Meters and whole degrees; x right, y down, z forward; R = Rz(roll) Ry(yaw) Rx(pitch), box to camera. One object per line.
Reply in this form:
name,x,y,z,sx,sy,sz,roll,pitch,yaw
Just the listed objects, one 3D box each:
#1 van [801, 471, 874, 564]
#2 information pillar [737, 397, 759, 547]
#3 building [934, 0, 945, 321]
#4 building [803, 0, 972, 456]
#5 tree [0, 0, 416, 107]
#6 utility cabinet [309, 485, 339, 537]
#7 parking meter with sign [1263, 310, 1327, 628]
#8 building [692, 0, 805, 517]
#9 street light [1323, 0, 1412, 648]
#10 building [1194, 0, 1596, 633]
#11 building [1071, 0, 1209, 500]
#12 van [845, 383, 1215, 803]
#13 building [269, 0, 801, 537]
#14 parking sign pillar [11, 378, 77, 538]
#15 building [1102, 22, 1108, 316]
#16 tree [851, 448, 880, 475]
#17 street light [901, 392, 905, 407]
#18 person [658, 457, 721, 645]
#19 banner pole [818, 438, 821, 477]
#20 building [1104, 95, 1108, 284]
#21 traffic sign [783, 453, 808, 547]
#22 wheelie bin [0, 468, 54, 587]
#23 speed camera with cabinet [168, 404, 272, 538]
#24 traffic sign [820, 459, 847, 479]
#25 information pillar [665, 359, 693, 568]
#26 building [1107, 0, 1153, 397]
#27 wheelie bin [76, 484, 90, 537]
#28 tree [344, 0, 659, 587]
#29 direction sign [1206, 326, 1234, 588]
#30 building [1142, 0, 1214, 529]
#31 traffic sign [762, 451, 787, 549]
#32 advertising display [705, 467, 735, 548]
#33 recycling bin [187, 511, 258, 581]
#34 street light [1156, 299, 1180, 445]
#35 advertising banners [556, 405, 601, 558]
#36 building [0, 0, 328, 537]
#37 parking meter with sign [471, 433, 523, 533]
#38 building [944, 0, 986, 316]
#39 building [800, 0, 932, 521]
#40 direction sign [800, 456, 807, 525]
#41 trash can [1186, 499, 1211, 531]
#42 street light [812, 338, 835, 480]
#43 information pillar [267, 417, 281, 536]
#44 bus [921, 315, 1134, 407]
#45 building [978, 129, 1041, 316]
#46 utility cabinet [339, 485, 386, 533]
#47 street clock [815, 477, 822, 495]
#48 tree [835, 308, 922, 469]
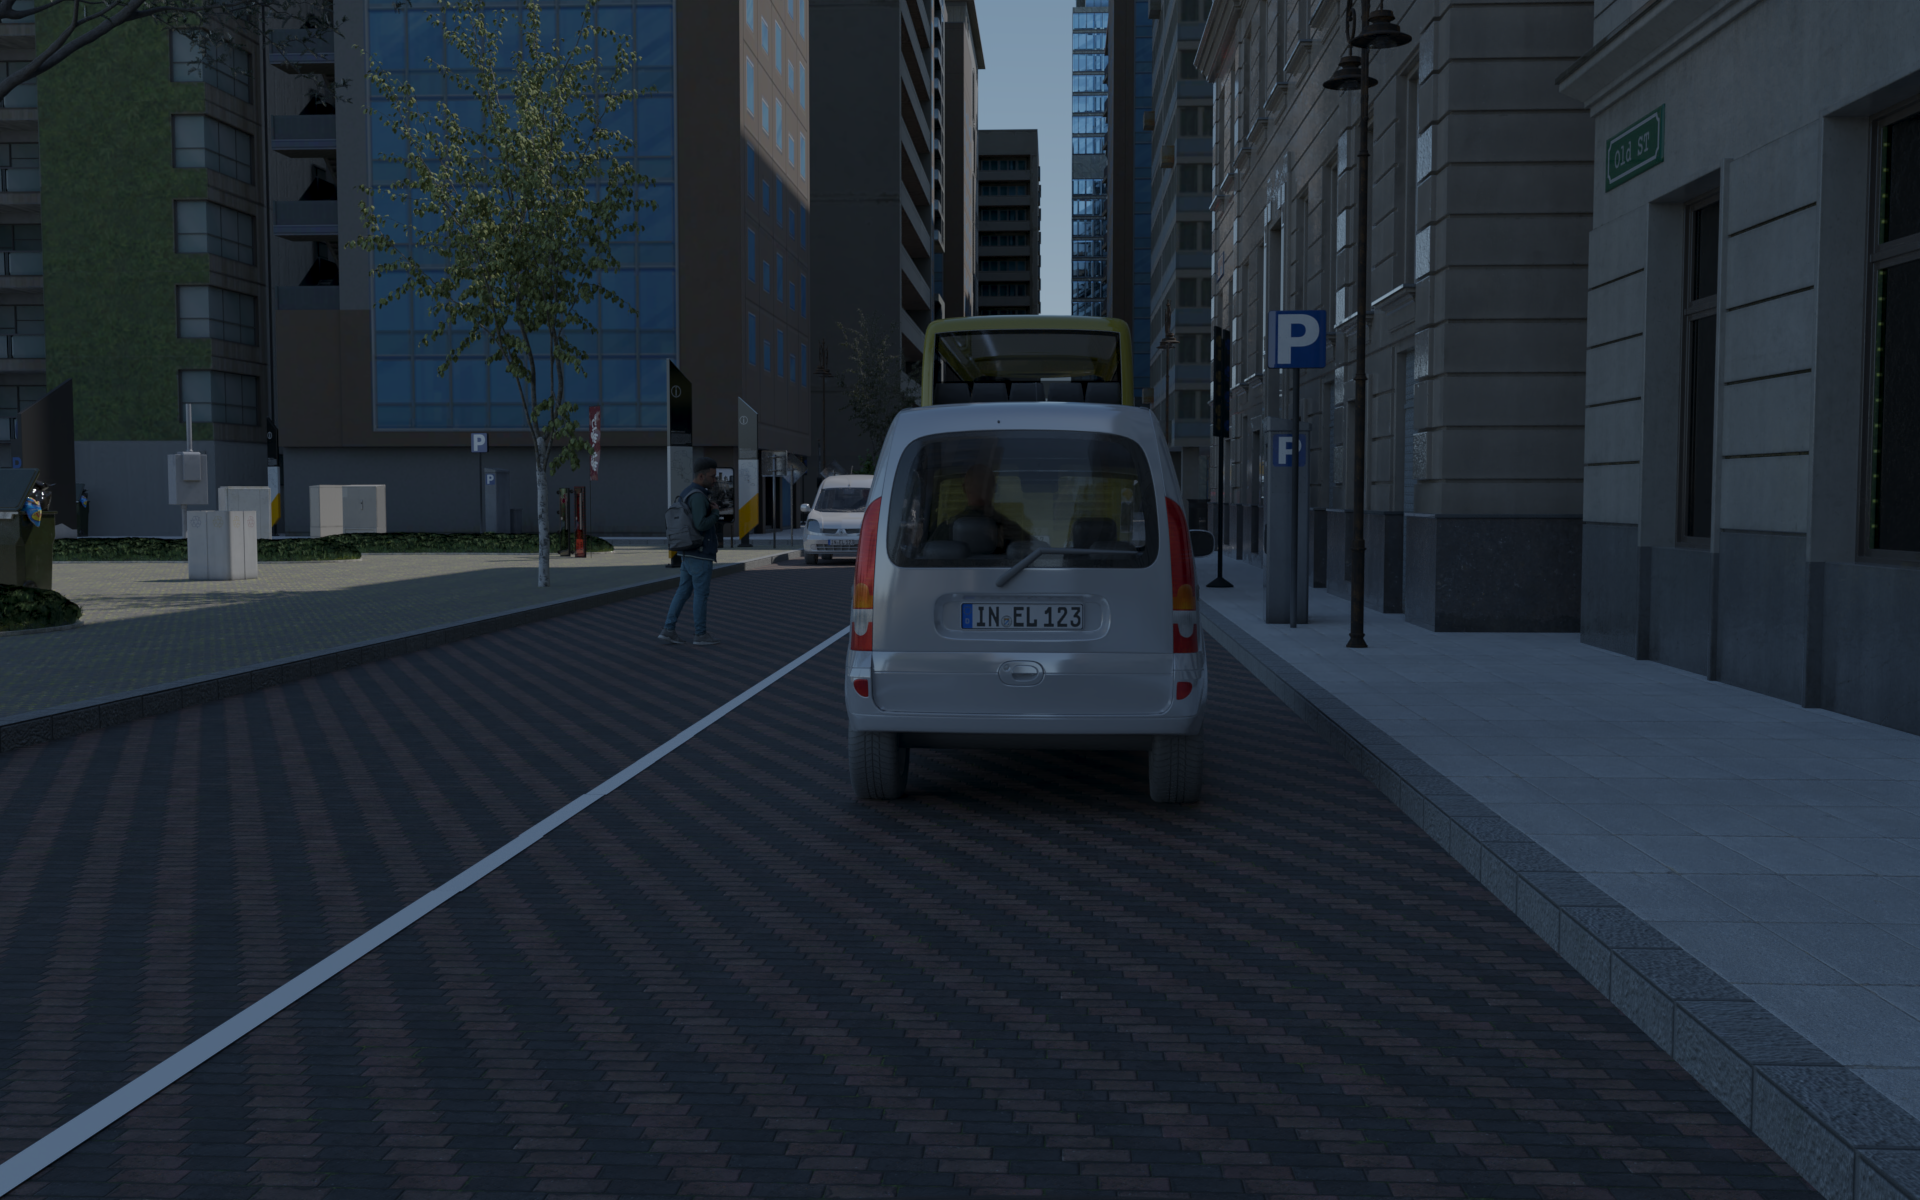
van,-2.287,-1.810,36.597,2.013,2.044,4.112,0,4,2
information pillar,-5.119,-3.085,41.802,0.504,3.616,0.183,1,4,10
building,-11.202,-50.566,139.433,22.319,86.520,31.000,0,4,3
building,-6.145,-31.370,163.003,14.600,45.320,14.200,0,4,3
tree,-7.288,-6.135,10.670,12.009,13.543,11.850,0,3,0
utility cabinet,-15.630,-2.096,42.954,0.318,1.500,1.173,1,4,17
parking meter with sign,3.294,-1.289,17.341,0.543,3.016,1.738,0,4,7
building,-9.130,-28.546,116.844,14.600,45.320,14.200,0,4,3
street light,3.323,-2.540,14.324,0.468,5.910,1.993,0,4,3
building,10.706,-14.051,27.002,12.463,27.353,25.104,0,4,3
building,25.687,-55.349,217.628,31.000,86.520,22.319,0,4,3
van,0.417,-0.149,9.454,2.013,2.044,4.112,0,4,4
building,-12.879,-24.893,57.111,14.600,45.320,14.200,0,4,3
parking sign pillar,-21.102,-3.144,39.876,1.447,3.967,1.447,2,4,28
building,23.796,-30.492,153.163,22.147,44.769,28.867,0,4,3
tree,-3.860,-4.798,73.042,1.663,3.219,1.824,0,3,0
street light,-2.569,-6.464,78.471,0.468,5.910,1.993,0,4,3
person,-2.501,-0.465,16.448,0.721,1.781,0.623,-3,4,-38
banner pole,-6.301,-5.365,77.730,0.401,3.779,0.863,-1,4,-10
building,26.560,-34.430,182.532,23.786,49.044,30.456,0,4,3
traffic sign,-4.094,-2.356,42.156,0.795,2.450,0.064,0,4,3
wheelie bin,-11.559,-0.815,21.232,0.980,1.594,0.693,1,4,14
speed camera with cabinet,-16.526,-2.711,38.667,2.038,3.252,0.660,-3,5,-41
traffic sign,-3.650,-2.843,50.129,0.795,2.450,0.064,0,4,3
information pillar,-4.890,-2.375,30.183,0.504,3.616,0.183,-3,5,-44
building,18.325,-29.455,131.703,14.600,45.320,14.200,0,4,3
wheelie bin,-26.539,-2.689,51.874,0.980,1.594,0.693,0,4,2
tree,-5.906,-4.477,23.562,4.737,8.622,4.395,0,3,0
direction sign,3.583,-1.943,23.773,0.379,3.537,0.876,1,4,21
building,19.575,-22.936,66.886,23.993,40.220,32.217,0,4,3
traffic sign,-4.365,-2.360,40.720,0.606,2.300,0.079,1,4,9
advertising display,-5.792,-2.189,41.007,0.974,1.923,0.123,-2,4,-35
recycling bin,-11.067,-0.822,25.993,0.722,1.027,0.722,1,4,11
street light,4.931,-4.186,41.234,0.468,5.910,1.993,0,4,3
advertising banners,-7.684,-2.370,34.941,0.090,3.025,2.074,-3,4,-36
building,-28.873,-22.922,58.373,14.086,41.232,14.154,0,4,3
parking meter with sign,-13.425,-3.309,50.370,0.543,3.016,1.738,1,4,21
building,-11.596,-36.469,185.511,27.495,52.752,28.713,0,4,3
building,-12.854,-28.585,91.060,21.300,48.544,21.600,0,4,3
direction sign,-6.509,-4.884,71.850,0.379,3.537,0.876,1,4,16
trash can,6.904,-2.346,50.017,0.748,1.137,0.748,0,3,0
street light,-4.048,-4.818,51.554,0.468,5.910,1.993,0,4,3
information pillar,-20.832,-3.744,52.562,0.504,3.616,0.183,2,4,33
bus,1.144,-2.140,26.533,2.896,3.916,12.252,0,4,3
building,-0.575,-36.483,220.193,21.600,48.544,21.300,0,4,3
utility cabinet,-14.386,-2.025,41.787,1.173,1.500,0.318,2,4,30
street clock,-6.086,-4.309,75.021,0.358,2.002,0.471,0,4,-5
tree,-3.114,-7.229,68.551,4.360,8.622,3.978,0,3,0
